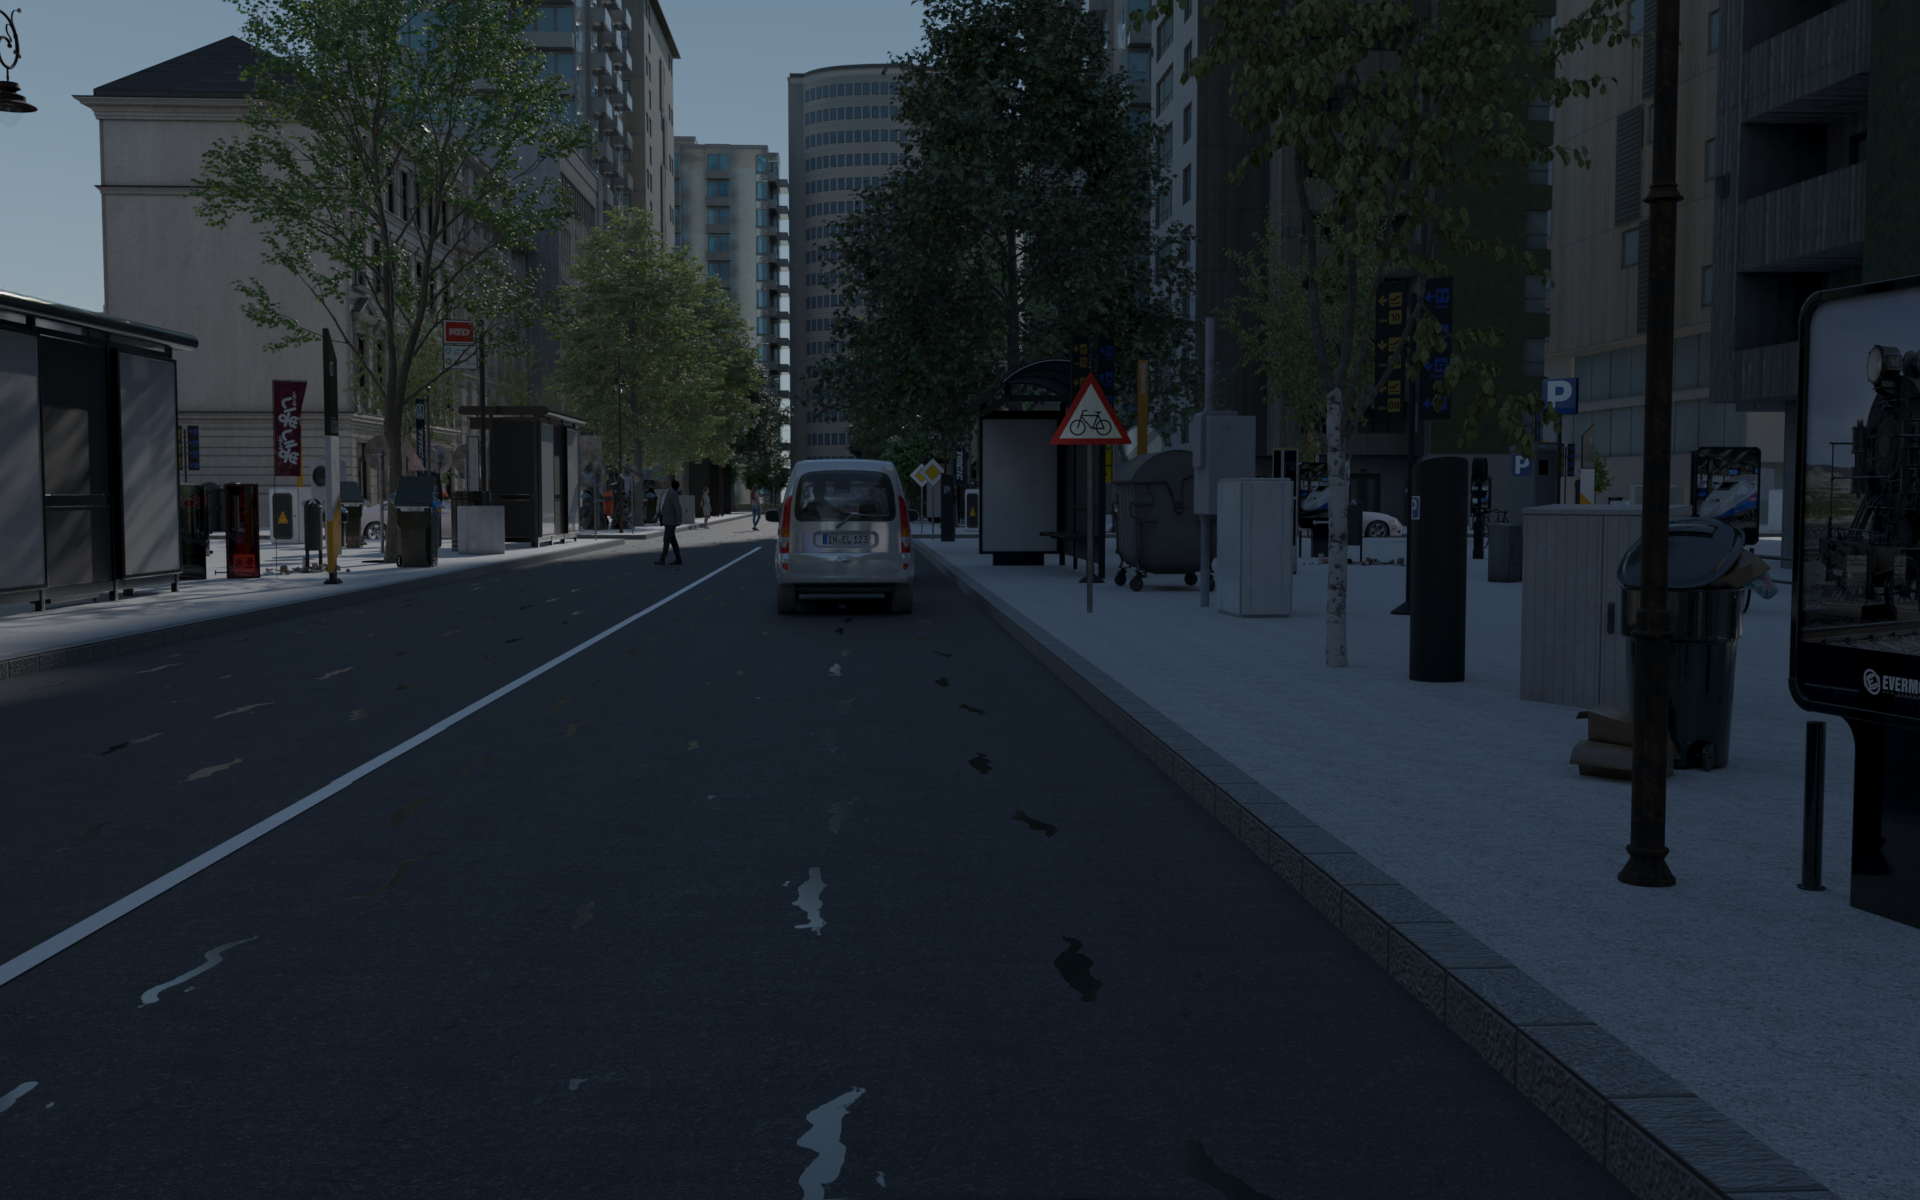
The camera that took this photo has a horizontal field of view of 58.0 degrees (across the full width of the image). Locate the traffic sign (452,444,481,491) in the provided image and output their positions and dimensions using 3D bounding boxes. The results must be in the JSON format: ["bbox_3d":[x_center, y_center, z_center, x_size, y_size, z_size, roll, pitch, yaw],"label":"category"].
[{"bbox_3d":[-12.608,-2.701,44.274,0.768,2.556,0.104,0,4,6],"label":"traffic sign"}]

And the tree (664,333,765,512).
[{"bbox_3d":[-16.244,-12.566,122.455,9.611,12.733,9.660,0,3,0],"label":"tree"}]

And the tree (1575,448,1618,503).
[{"bbox_3d":[26.432,-4.716,71.705,1.663,3.219,1.824,0,3,0],"label":"tree"}]

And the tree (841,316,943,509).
[{"bbox_3d":[-3.451,-12.332,108.287,9.857,13.997,8.962,0,3,0],"label":"tree"}]

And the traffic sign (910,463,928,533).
[{"bbox_3d":[-1.248,-3.230,56.448,0.795,2.450,0.064,0,4,-3],"label":"traffic sign"}]

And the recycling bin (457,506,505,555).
[{"bbox_3d":[-10.214,-1.492,36.941,0.722,1.027,0.722,3,4,36],"label":"recycling bin"}]

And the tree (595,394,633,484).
[{"bbox_3d":[-22.483,-9.927,112.674,4.360,8.622,3.978,0,3,0],"label":"tree"}]

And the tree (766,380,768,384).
[{"bbox_3d":[-12.910,-10.139,83.900,7.486,12.596,7.792,0,3,0],"label":"tree"}]

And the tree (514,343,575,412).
[{"bbox_3d":[-20.775,-8.133,83.333,4.737,8.622,4.395,0,3,0],"label":"tree"}]

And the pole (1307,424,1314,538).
[{"bbox_3d":[10.159,-3.446,50.190,0.158,3.312,0.155,0,3,0],"label":"pole"}]

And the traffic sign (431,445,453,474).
[{"bbox_3d":[-13.552,-2.744,44.963,0.768,2.556,0.104,0,4,-1],"label":"traffic sign"}]

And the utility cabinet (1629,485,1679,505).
[{"bbox_3d":[17.520,-2.143,43.722,1.173,1.500,0.318,0,4,-7],"label":"utility cabinet"}]

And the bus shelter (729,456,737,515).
[{"bbox_3d":[-14.639,-6.972,105.274,1.731,3.624,6.357,0,4,-3],"label":"bus shelter"}]

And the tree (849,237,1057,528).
[{"bbox_3d":[-0.159,-8.612,66.569,9.928,11.665,9.643,0,3,0],"label":"tree"}]

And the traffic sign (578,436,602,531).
[{"bbox_3d":[-13.612,-4.072,60.458,2.265,3.308,0.079,0,4,5],"label":"traffic sign"}]

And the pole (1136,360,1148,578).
[{"bbox_3d":[2.786,-1.996,26.480,0.158,3.312,0.155,0,3,0],"label":"pole"}]

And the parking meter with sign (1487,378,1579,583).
[{"bbox_3d":[8.445,-1.795,25.603,1.738,3.016,0.543,-3,5,-43],"label":"parking meter with sign"}]

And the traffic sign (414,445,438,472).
[{"bbox_3d":[-13.816,-2.722,44.607,0.768,2.556,0.104,0,4,5],"label":"traffic sign"}]

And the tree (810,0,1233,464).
[{"bbox_3d":[1.118,-7.366,37.440,9.611,12.733,9.660,0,3,0],"label":"tree"}]

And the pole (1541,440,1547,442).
[{"bbox_3d":[22.113,-4.394,65.692,0.158,3.312,0.155,0,3,0],"label":"pole"}]

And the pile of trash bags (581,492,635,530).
[{"bbox_3d":[-13.031,-3.323,64.076,1.912,1.369,3.447,-1,4,-12],"label":"pile of trash bags"}]

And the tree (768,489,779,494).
[{"bbox_3d":[-19.426,-11.335,179.927,1.663,3.219,1.824,0,3,0],"label":"tree"}]

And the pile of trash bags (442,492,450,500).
[{"bbox_3d":[-19.221,-3.552,67.830,3.447,1.369,1.912,2,4,24],"label":"pile of trash bags"}]

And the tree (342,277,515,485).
[{"bbox_3d":[-18.070,-6.542,57.324,4.737,8.622,4.395,0,3,0],"label":"tree"}]

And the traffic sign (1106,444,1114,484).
[{"bbox_3d":[2.783,-3.080,44.238,2.265,3.308,0.079,0,4,-2],"label":"traffic sign"}]

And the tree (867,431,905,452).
[{"bbox_3d":[-6.087,-12.340,152.124,4.360,8.622,3.978,0,3,0],"label":"tree"}]

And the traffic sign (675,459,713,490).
[{"bbox_3d":[-15.608,-6.599,101.769,2.265,3.308,0.079,0,4,-3],"label":"traffic sign"}]

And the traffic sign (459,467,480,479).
[{"bbox_3d":[-13.669,-2.823,48.293,0.606,2.300,0.079,0,4,6],"label":"traffic sign"}]

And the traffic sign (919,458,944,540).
[{"bbox_3d":[-0.762,-2.742,48.478,0.795,2.450,0.064,0,4,-3],"label":"traffic sign"}]

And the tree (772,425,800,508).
[{"bbox_3d":[-17.391,-13.050,163.735,4.737,8.622,4.395,0,3,0],"label":"tree"}]

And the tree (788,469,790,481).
[{"bbox_3d":[-18.161,-11.424,170.494,4.285,4.588,4.351,0,3,0],"label":"tree"}]

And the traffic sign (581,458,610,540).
[{"bbox_3d":[-10.090,-2.709,47.932,0.795,2.450,0.064,0,4,-3],"label":"traffic sign"}]

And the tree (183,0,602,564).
[{"bbox_3d":[-10.437,-6.494,31.934,9.928,11.665,9.643,0,3,0],"label":"tree"}]

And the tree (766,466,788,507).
[{"bbox_3d":[-17.971,-10.309,152.262,4.285,4.588,4.351,0,3,0],"label":"tree"}]

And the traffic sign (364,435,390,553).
[{"bbox_3d":[-12.562,-2.293,37.602,0.768,2.556,0.104,0,4,4],"label":"traffic sign"}]

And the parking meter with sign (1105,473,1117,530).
[{"bbox_3d":[5.967,-4.016,61.920,1.738,3.016,0.543,-1,4,-16],"label":"parking meter with sign"}]

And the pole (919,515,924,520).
[{"bbox_3d":[-1.912,-5.641,86.073,0.158,3.312,0.155,0,3,0],"label":"pole"}]

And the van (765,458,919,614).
[{"bbox_3d":[-1.496,-0.925,22.132,2.013,2.044,4.112,0,4,-5],"label":"van"}]

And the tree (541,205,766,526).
[{"bbox_3d":[-13.246,-9.229,69.028,7.486,12.596,7.792,0,3,0],"label":"tree"}]

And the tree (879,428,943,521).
[{"bbox_3d":[-2.288,-6.098,83.411,4.285,4.588,4.351,0,3,0],"label":"tree"}]

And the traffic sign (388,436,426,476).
[{"bbox_3d":[-12.490,-2.389,39.065,0.884,2.594,0.081,0,4,1],"label":"traffic sign"}]

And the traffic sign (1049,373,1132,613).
[{"bbox_3d":[1.404,-1.142,18.676,0.884,2.594,0.081,0,4,1],"label":"traffic sign"}]

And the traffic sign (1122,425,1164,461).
[{"bbox_3d":[3.343,-1.935,31.744,0.768,2.556,0.104,0,4,4],"label":"traffic sign"}]

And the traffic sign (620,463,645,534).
[{"bbox_3d":[-10.576,-3.196,55.902,0.795,2.450,0.064,0,4,-3],"label":"traffic sign"}]

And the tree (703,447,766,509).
[{"bbox_3d":[-15.748,-7.868,112.350,4.285,4.588,4.351,0,3,0],"label":"tree"}]

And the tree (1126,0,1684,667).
[{"bbox_3d":[2.875,-3.795,12.408,4.737,8.622,4.395,0,3,0],"label":"tree"}]

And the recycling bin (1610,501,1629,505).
[{"bbox_3d":[24.458,-3.135,63.818,0.722,1.027,0.722,-3,4,-36],"label":"recycling bin"}]

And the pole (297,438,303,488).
[{"bbox_3d":[-24.162,-4.255,63.407,0.158,3.312,0.155,0,3,0],"label":"pole"}]
